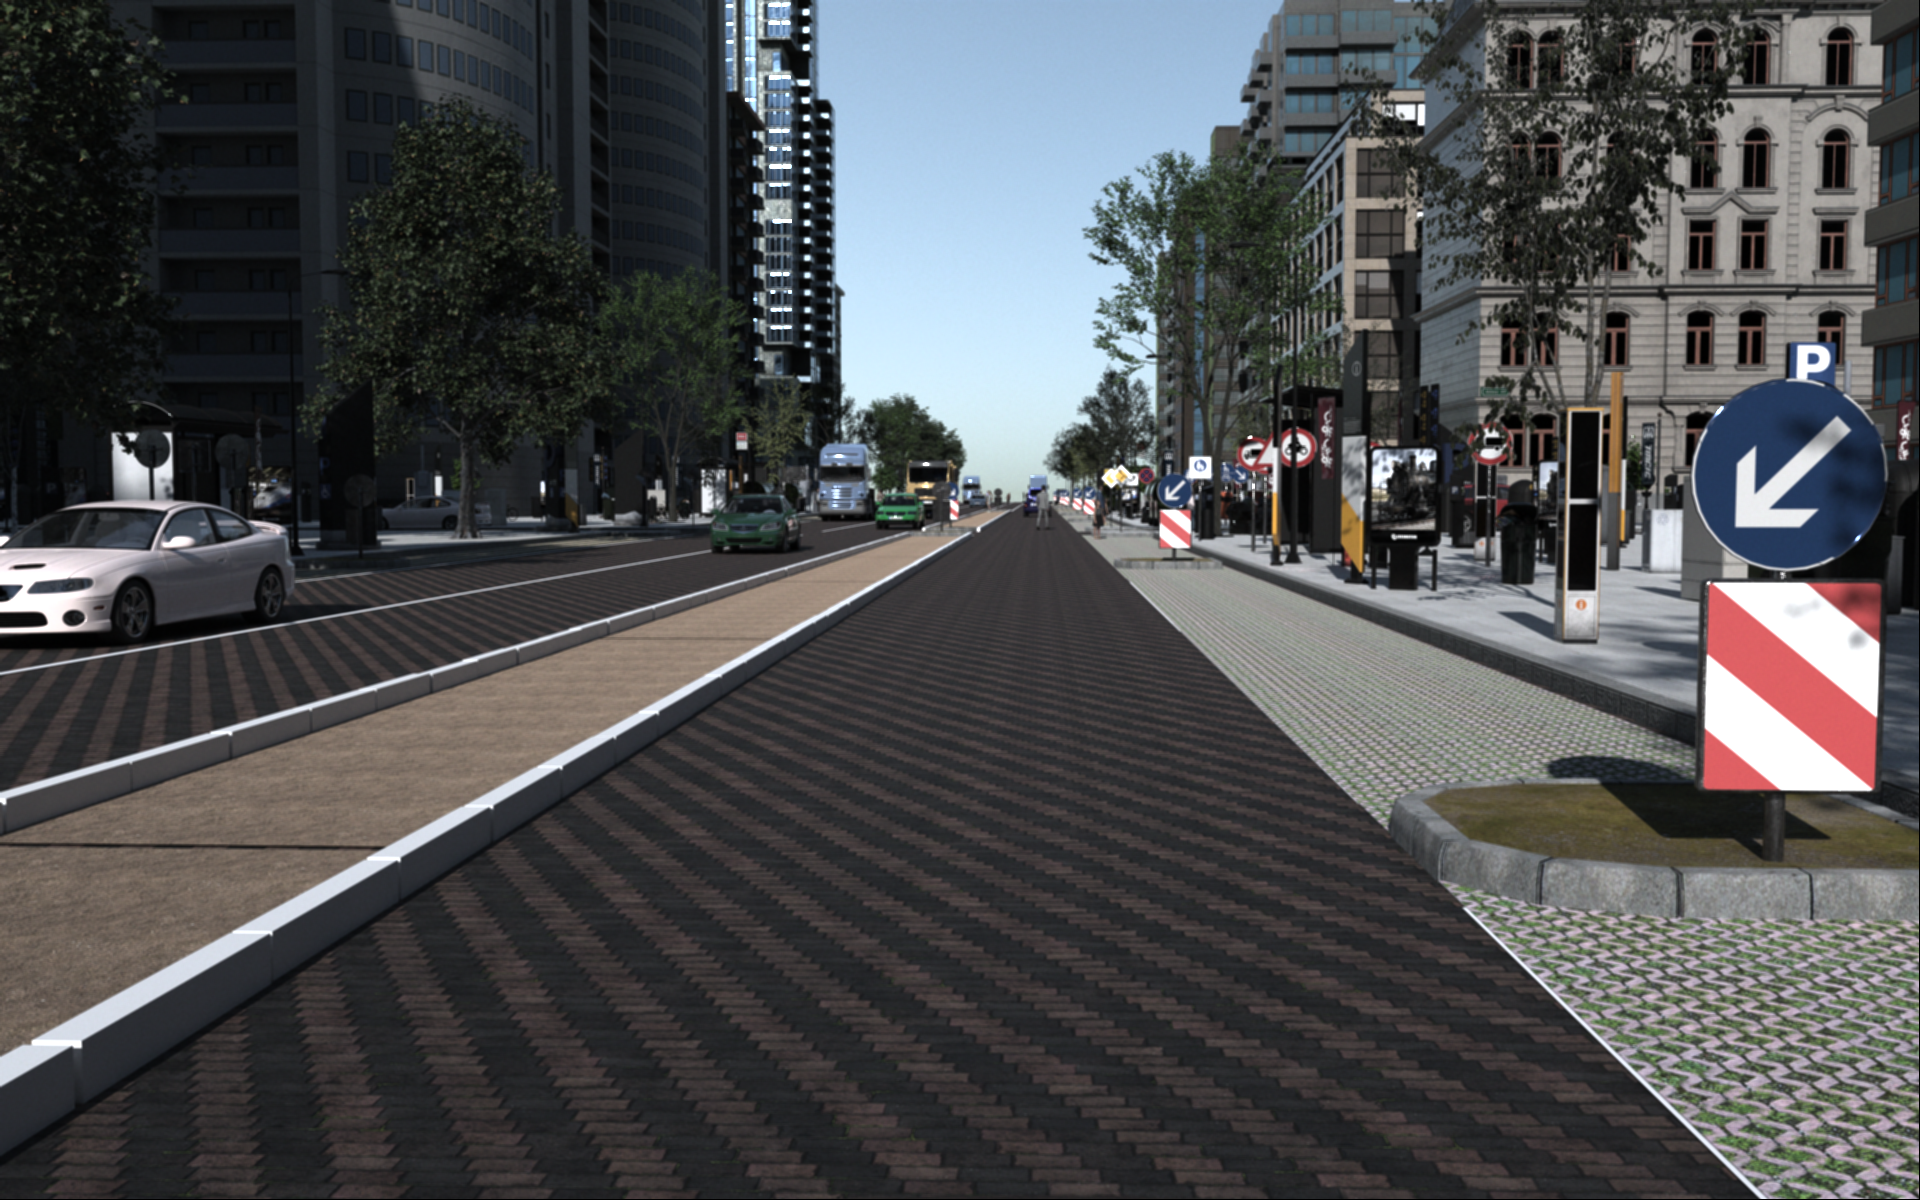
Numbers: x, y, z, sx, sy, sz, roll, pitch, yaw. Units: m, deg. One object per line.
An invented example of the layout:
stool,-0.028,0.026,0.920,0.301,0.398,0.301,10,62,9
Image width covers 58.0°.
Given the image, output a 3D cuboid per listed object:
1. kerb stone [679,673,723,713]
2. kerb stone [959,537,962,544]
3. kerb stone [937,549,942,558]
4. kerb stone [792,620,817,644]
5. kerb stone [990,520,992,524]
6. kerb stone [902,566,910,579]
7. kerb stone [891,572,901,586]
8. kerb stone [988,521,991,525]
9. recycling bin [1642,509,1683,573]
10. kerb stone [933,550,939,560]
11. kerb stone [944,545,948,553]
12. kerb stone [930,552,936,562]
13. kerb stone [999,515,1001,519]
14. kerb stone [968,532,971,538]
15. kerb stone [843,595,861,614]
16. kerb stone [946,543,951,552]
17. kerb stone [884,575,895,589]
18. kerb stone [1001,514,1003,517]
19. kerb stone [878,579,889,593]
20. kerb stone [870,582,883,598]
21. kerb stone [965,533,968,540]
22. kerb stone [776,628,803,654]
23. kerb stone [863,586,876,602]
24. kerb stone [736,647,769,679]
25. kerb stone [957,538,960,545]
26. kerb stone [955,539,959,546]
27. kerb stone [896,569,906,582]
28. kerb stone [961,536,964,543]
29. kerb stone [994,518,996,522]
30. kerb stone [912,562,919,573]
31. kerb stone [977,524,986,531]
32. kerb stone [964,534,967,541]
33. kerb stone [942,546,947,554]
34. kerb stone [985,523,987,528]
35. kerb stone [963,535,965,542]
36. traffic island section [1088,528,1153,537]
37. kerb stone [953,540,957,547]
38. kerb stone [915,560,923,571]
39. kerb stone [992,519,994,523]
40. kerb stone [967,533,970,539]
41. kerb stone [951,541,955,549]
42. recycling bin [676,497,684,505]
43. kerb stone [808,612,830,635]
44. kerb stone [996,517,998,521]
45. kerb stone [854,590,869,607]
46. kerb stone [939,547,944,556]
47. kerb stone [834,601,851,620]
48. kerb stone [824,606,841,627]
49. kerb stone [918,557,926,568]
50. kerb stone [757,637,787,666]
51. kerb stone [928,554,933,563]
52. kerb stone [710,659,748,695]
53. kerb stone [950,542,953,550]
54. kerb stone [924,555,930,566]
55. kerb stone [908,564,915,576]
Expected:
kerb stone,-1.774,0.642,11.740,0.120,0.150,1.000,0,4,3
kerb stone,-0.085,-1.615,48.599,0.120,0.150,1.000,0,4,3
kerb stone,-0.551,-0.988,38.353,0.120,0.150,1.000,0,4,3
kerb stone,-1.542,0.327,16.853,0.120,0.150,1.000,0,4,3
kerb stone,1.243,-3.400,77.778,0.120,0.150,1.000,0,4,3
kerb stone,-0.974,-0.426,29.156,0.120,0.150,1.000,0,4,3
kerb stone,-1.067,-0.299,27.106,0.120,0.150,1.000,0,4,3
kerb stone,1.150,-3.270,75.734,0.120,0.150,1.000,0,4,3
recycling bin,11.608,-0.966,28.342,0.722,1.027,0.722,1,4,10
kerb stone,-0.596,-0.926,37.329,0.120,0.150,1.000,0,4,3
kerb stone,-0.423,-1.176,41.421,0.120,0.150,1.000,0,4,3
kerb stone,-0.644,-0.861,36.308,0.120,0.150,1.000,0,4,3
kerb stone,2.040,-4.464,95.187,0.120,0.150,1.000,0,4,3
kerb stone,0.193,-1.991,54.755,0.120,0.150,1.000,0,4,3
kerb stone,-1.344,0.076,20.959,0.120,0.150,1.000,0,4,3
kerb stone,-0.367,-1.239,42.454,0.120,0.150,1.000,0,4,3
kerb stone,-1.117,-0.233,26.085,0.120,0.150,1.000,0,4,3
kerb stone,2.273,-4.775,100.327,0.120,0.150,1.000,0,4,3
kerb stone,-1.164,-0.175,25.050,0.120,0.150,1.000,0,4,3
kerb stone,-1.213,-0.112,24.029,0.120,0.150,1.000,0,4,3
kerb stone,0.099,-1.866,52.706,0.120,0.150,1.000,0,4,3
kerb stone,-1.584,0.389,15.832,0.120,0.150,1.000,0,4,3
kerb stone,-1.258,-0.046,23.007,0.120,0.150,1.000,0,4,3
kerb stone,-1.677,0.514,13.786,0.120,0.150,1.000,0,4,3
kerb stone,-0.144,-1.552,47.579,0.120,0.150,1.000,0,4,3
kerb stone,-0.185,-1.490,46.550,0.120,0.150,1.000,0,4,3
kerb stone,-1.022,-0.361,28.128,0.120,0.150,1.000,0,4,3
kerb stone,-0.043,-1.678,49.636,0.120,0.150,1.000,0,4,3
kerb stone,1.569,-3.838,84.945,0.120,0.150,1.000,0,4,3
kerb stone,-0.884,-0.544,31.199,0.120,0.150,1.000,0,4,3
kerb stone,0.864,-2.899,69.597,0.120,0.150,1.000,0,4,3
kerb stone,0.052,-1.804,51.684,0.120,0.150,1.000,0,4,3
kerb stone,-0.459,-1.113,40.399,0.120,0.150,1.000,0,4,3
kerb stone,0.920,-2.962,70.617,0.120,0.150,1.000,0,4,3
kerb stone,0.004,-1.740,50.663,0.120,0.150,1.000,0,4,3
traffic island section,5.470,-2.224,58.639,2.009,0.180,2.903,0,4,3
kerb stone,-0.227,-1.427,45.529,0.120,0.150,1.000,0,4,3
kerb stone,-0.830,-0.609,32.220,0.120,0.150,1.000,0,4,3
kerb stone,1.384,-3.587,80.847,0.120,0.150,1.000,0,4,3
kerb stone,0.154,-1.923,53.733,0.120,0.150,1.000,0,4,3
kerb stone,-0.269,-1.364,44.507,0.120,0.150,1.000,0,4,3
recycling bin,-21.265,-7.242,130.964,0.722,1.027,0.722,-3,5,-42
kerb stone,-1.490,0.264,17.875,0.120,0.150,1.000,0,4,3
kerb stone,1.711,-4.026,88.018,0.120,0.150,1.000,0,4,3
kerb stone,-1.302,0.014,21.980,0.120,0.150,1.000,0,4,3
kerb stone,-0.508,-1.051,39.374,0.120,0.150,1.000,0,4,3
kerb stone,-1.400,0.142,19.930,0.120,0.150,1.000,0,4,3
kerb stone,-1.439,0.206,18.906,0.120,0.150,1.000,0,4,3
kerb stone,-0.791,-0.675,33.241,0.120,0.150,1.000,0,4,3
kerb stone,-1.634,0.452,14.809,0.120,0.150,1.000,0,4,3
kerb stone,-0.693,-0.798,35.284,0.120,0.150,1.000,0,4,3
kerb stone,-1.726,0.577,12.765,0.120,0.150,1.000,0,4,3
kerb stone,-0.327,-1.301,43.481,0.120,0.150,1.000,0,4,3
kerb stone,-0.743,-0.738,34.263,0.120,0.150,1.000,0,4,3
kerb stone,-0.926,-0.488,30.178,0.120,0.150,1.000,0,4,3
